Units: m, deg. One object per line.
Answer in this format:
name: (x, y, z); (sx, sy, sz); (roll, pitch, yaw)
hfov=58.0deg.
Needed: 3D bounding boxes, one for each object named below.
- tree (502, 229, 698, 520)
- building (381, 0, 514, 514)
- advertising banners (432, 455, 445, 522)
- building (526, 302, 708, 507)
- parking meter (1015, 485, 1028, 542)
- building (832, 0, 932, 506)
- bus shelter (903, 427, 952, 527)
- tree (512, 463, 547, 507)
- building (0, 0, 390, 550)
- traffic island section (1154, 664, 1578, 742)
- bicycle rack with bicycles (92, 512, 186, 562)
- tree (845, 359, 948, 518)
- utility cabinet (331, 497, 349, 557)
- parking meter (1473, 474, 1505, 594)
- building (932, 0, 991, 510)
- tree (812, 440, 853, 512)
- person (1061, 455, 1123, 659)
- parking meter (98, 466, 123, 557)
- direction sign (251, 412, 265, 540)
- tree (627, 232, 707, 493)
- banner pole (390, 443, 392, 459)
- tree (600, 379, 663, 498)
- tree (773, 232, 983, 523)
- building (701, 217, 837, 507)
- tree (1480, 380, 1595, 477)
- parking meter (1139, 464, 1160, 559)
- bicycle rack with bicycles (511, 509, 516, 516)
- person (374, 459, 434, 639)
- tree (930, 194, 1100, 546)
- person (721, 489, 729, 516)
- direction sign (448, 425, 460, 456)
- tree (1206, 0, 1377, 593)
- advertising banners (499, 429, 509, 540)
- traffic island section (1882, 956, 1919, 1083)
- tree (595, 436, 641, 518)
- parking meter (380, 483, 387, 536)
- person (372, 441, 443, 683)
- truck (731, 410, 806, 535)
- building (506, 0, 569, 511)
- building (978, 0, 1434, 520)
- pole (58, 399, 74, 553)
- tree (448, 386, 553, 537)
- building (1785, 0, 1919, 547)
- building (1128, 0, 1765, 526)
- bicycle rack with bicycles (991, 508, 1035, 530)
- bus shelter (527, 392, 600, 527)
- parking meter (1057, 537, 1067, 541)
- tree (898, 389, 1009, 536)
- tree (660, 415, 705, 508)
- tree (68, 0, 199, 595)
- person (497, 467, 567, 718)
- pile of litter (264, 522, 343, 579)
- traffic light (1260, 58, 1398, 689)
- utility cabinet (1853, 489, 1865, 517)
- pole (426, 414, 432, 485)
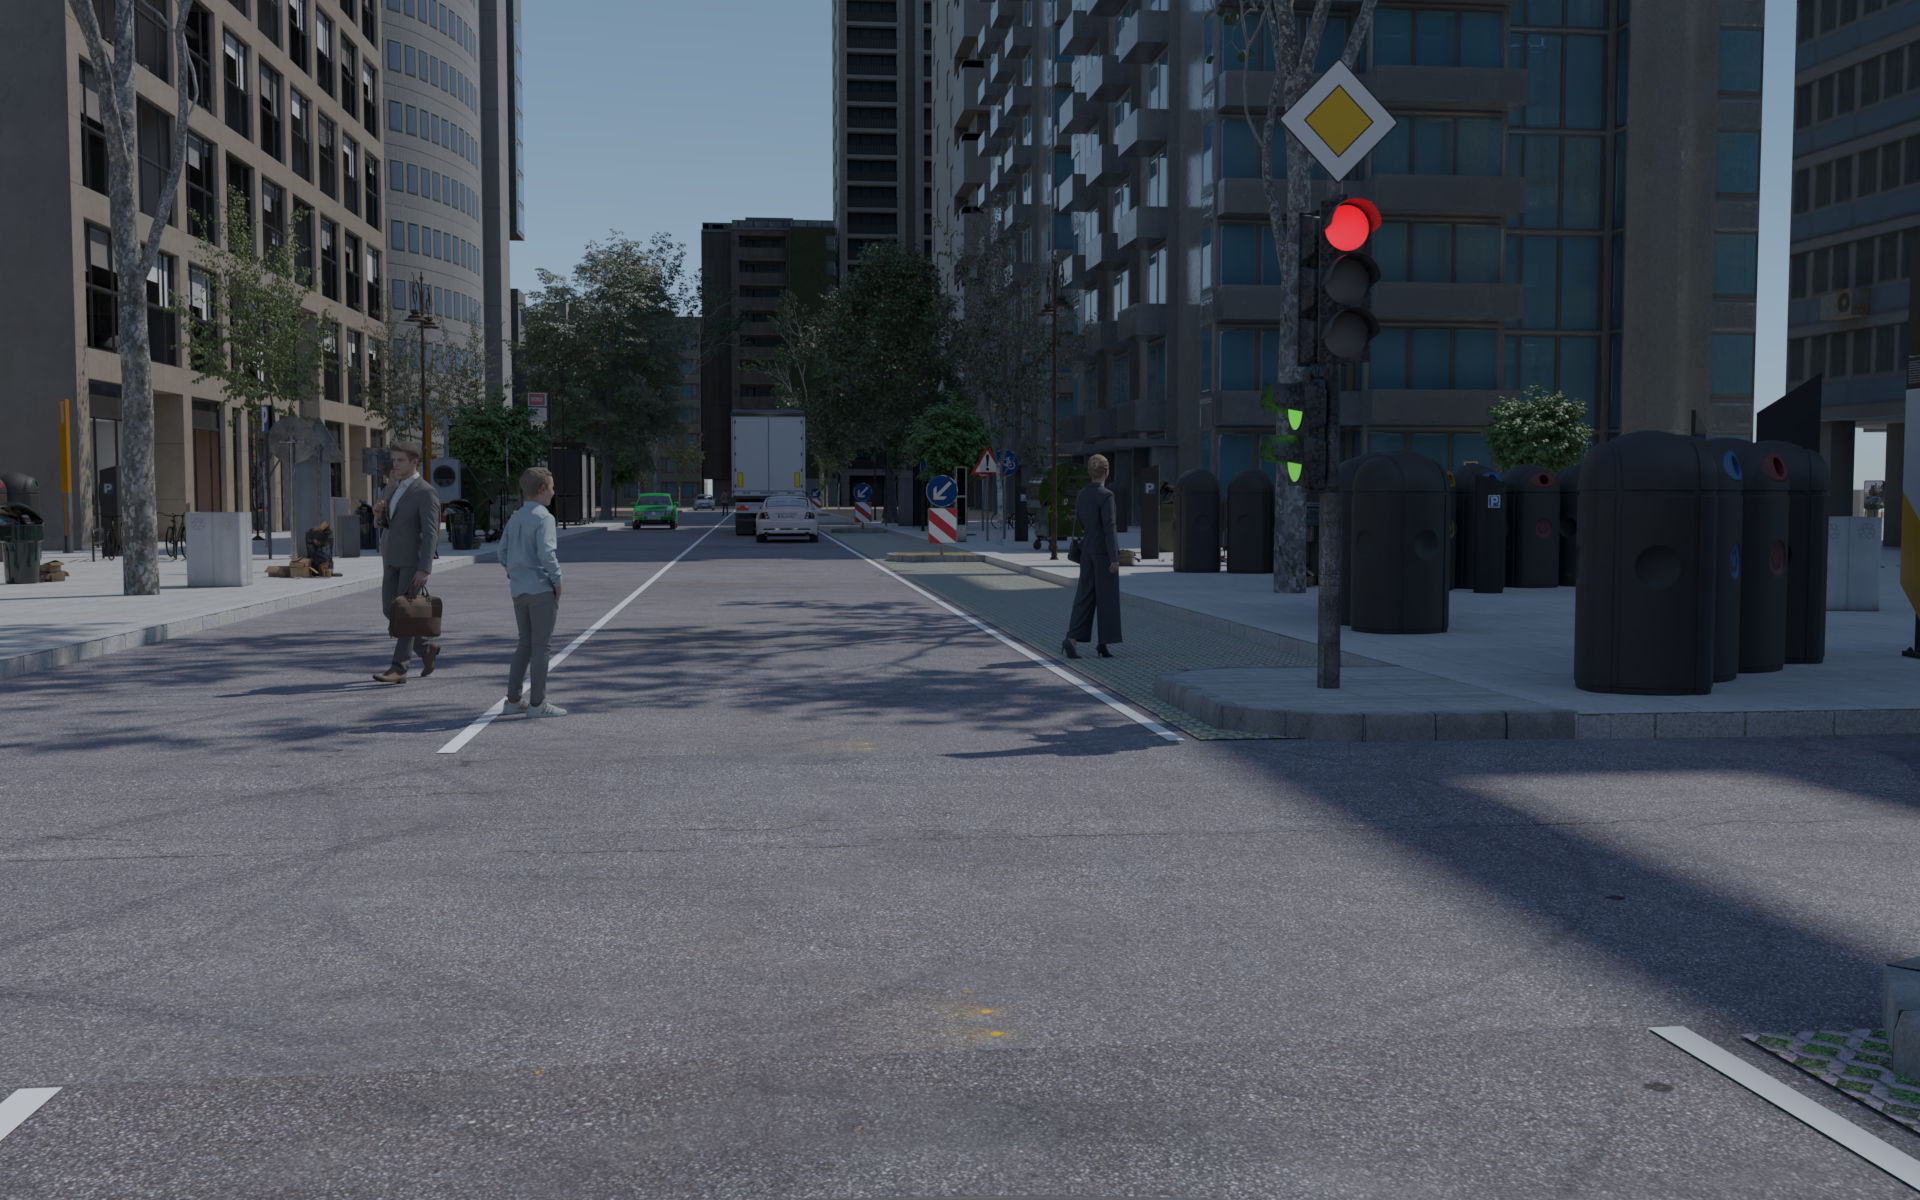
tree: (-17.452, -10.911, 85.046); (9.857, 13.997, 8.962); (0, 3, 0)
building: (-37.736, -33.854, 95.517); (21.231, 58.520, 28.212); (0, 4, -7)
advertising banners: (-23.407, -5.042, 78.617); (0.090, 3.025, 2.074); (1, 4, 21)
building: (-42.429, -20.982, 188.091); (28.899, 21.520, 27.650); (0, 4, -7)
parking meter: (1.664, -2.352, 46.862); (0.372, 1.533, 0.369); (0, 3, 0)
building: (-3.189, -45.869, 188.205); (20.611, 71.187, 20.563); (0, 4, -7)
bus shelter: (-0.975, -4.430, 63.716); (1.731, 3.624, 6.357); (0, 4, -7)
tree: (-14.785, -3.941, 59.035); (1.663, 3.219, 1.824); (0, 3, 0)
building: (-31.623, -15.293, 54.559); (19.350, 26.468, 34.151); (0, 4, -7)
traffic island section: (2.463, 0.661, 11.477); (2.009, 0.180, 2.903); (0, 4, -7)
bicycle rack with bicycles: (-15.788, -1.262, 34.020); (2.852, 0.926, 2.925); (-1, 4, -20)
tree: (-3.735, -9.661, 92.372); (7.601, 10.594, 8.767); (1, 4, 21)
utility cabinet: (-12.854, -1.515, 35.938); (0.306, 1.237, 1.020); (-2, 4, -23)
parking meter: (6.862, -0.859, 22.462); (0.372, 1.533, 0.369); (0, 3, 0)
building: (12.330, -33.823, 142.241); (28.713, 52.752, 27.495); (0, 4, -7)
tree: (-11.324, -12.168, 149.315); (4.737, 8.622, 4.395); (0, 3, 0)
person: (1.176, -0.371, 14.981); (0.576, 1.772, 0.534); (2, 4, 33)
parking meter: (-17.413, -1.824, 35.531); (0.399, 1.863, 0.255); (0, 4, 3)
direction sign: (-19.492, -3.424, 47.975); (0.379, 3.537, 0.876); (-1, 4, -11)
tree: (-20.540, -16.349, 123.195); (12.611, 20.169, 13.585); (0, 3, 0)
banner pole: (-27.015, -5.637, 82.188); (0.401, 3.779, 0.863); (-1, 4, -23)
tree: (-20.328, -9.673, 108.515); (4.360, 8.622, 3.978); (0, 3, 0)
tree: (-3.098, -9.733, 76.138); (9.611, 12.733, 9.660); (0, 3, 0)
building: (-20.301, -25.204, 183.786); (14.107, 30.474, 14.160); (0, 4, -7)
tree: (16.724, -4.063, 50.138); (4.285, 4.588, 4.351); (0, 3, 0)
parking meter: (3.734, -1.742, 34.190); (0.399, 1.863, 0.255); (1, 4, 9)
bicycle rack with bicycles: (-20.693, -3.805, 75.600); (2.852, 0.926, 2.925); (-3, 5, -44)
person: (-5.533, -0.510, 17.185); (0.599, 1.781, 0.374); (3, 5, 42)
tree: (1.080, -5.648, 42.700); (4.360, 8.622, 3.978); (0, 3, 0)
person: (-15.268, -6.313, 112.244); (0.617, 1.759, 0.750); (-1, 4, -21)
direction sign: (-16.600, -3.974, 56.966); (0.379, 3.537, 0.876); (0, 4, 7)
tree: (5.777, -10.156, 21.943); (12.611, 20.169, 13.585); (0, 3, 0)
advertising banners: (-12.056, -3.038, 45.861); (0.090, 3.025, 2.074); (-1, 4, -9)
traffic island section: (3.401, 1.146, 3.547); (2.009, 0.180, 2.903); (0, 4, -7)
tree: (-19.016, -6.821, 95.229); (4.285, 4.588, 4.351); (0, 3, 0)
parking meter: (-12.817, -1.866, 38.923); (0.372, 1.533, 0.369); (0, 3, 0)
person: (-4.175, -0.289, 13.189); (0.622, 1.834, 0.822); (2, 4, 28)
truck: (-6.985, -4.553, 63.350); (2.839, 4.237, 11.283); (0, 4, -6)
building: (-47.465, -50.422, 137.067); (31.000, 86.520, 22.319); (0, 4, -7)
building: (13.202, -30.144, 112.459); (23.786, 49.044, 30.456); (0, 4, -7)
pole: (-19.282, -2.661, 37.350); (0.158, 3.312, 0.155); (0, 3, 0)
tree: (-14.088, -4.221, 52.735); (4.285, 4.588, 4.351); (0, 3, 0)
building: (32.596, -20.821, 32.304); (23.993, 40.220, 32.217); (0, 4, -7)
building: (16.440, -27.609, 71.014); (23.786, 49.044, 30.456); (0, 4, -7)
bicycle rack with bicycles: (2.570, -3.039, 63.077); (2.925, 0.926, 2.852); (0, 4, 7)
bus shelter: (-16.252, -5.713, 71.039); (2.179, 5.291, 8.768); (0, 4, -7)
parking meter: (2.770, -2.397, 47.595); (0.372, 1.533, 0.369); (0, 3, 0)
tree: (-0.284, -4.288, 53.818); (4.285, 4.588, 4.351); (0, 3, 0)
tree: (-25.792, -12.850, 160.462); (4.737, 8.622, 4.395); (0, 3, 0)
tree: (-11.193, -10.049, 20.198); (12.611, 20.169, 13.585); (0, 3, 0)
person: (-2.724, -0.050, 11.134); (0.330, 1.601, 0.589); (-3, 4, -38)
pile of litter: (-10.198, -0.792, 26.914); (1.176, 0.858, 1.719); (-1, 4, -14)
traffic light: (2.422, -1.372, 11.358); (0.839, 4.253, 0.868); (0, 4, -7)
utility cabinet: (39.108, -4.126, 76.136); (0.318, 1.500, 1.173); (-2, 4, -25)
pole: (-13.637, -3.093, 44.411); (0.158, 3.312, 0.155); (0, 3, 0)
